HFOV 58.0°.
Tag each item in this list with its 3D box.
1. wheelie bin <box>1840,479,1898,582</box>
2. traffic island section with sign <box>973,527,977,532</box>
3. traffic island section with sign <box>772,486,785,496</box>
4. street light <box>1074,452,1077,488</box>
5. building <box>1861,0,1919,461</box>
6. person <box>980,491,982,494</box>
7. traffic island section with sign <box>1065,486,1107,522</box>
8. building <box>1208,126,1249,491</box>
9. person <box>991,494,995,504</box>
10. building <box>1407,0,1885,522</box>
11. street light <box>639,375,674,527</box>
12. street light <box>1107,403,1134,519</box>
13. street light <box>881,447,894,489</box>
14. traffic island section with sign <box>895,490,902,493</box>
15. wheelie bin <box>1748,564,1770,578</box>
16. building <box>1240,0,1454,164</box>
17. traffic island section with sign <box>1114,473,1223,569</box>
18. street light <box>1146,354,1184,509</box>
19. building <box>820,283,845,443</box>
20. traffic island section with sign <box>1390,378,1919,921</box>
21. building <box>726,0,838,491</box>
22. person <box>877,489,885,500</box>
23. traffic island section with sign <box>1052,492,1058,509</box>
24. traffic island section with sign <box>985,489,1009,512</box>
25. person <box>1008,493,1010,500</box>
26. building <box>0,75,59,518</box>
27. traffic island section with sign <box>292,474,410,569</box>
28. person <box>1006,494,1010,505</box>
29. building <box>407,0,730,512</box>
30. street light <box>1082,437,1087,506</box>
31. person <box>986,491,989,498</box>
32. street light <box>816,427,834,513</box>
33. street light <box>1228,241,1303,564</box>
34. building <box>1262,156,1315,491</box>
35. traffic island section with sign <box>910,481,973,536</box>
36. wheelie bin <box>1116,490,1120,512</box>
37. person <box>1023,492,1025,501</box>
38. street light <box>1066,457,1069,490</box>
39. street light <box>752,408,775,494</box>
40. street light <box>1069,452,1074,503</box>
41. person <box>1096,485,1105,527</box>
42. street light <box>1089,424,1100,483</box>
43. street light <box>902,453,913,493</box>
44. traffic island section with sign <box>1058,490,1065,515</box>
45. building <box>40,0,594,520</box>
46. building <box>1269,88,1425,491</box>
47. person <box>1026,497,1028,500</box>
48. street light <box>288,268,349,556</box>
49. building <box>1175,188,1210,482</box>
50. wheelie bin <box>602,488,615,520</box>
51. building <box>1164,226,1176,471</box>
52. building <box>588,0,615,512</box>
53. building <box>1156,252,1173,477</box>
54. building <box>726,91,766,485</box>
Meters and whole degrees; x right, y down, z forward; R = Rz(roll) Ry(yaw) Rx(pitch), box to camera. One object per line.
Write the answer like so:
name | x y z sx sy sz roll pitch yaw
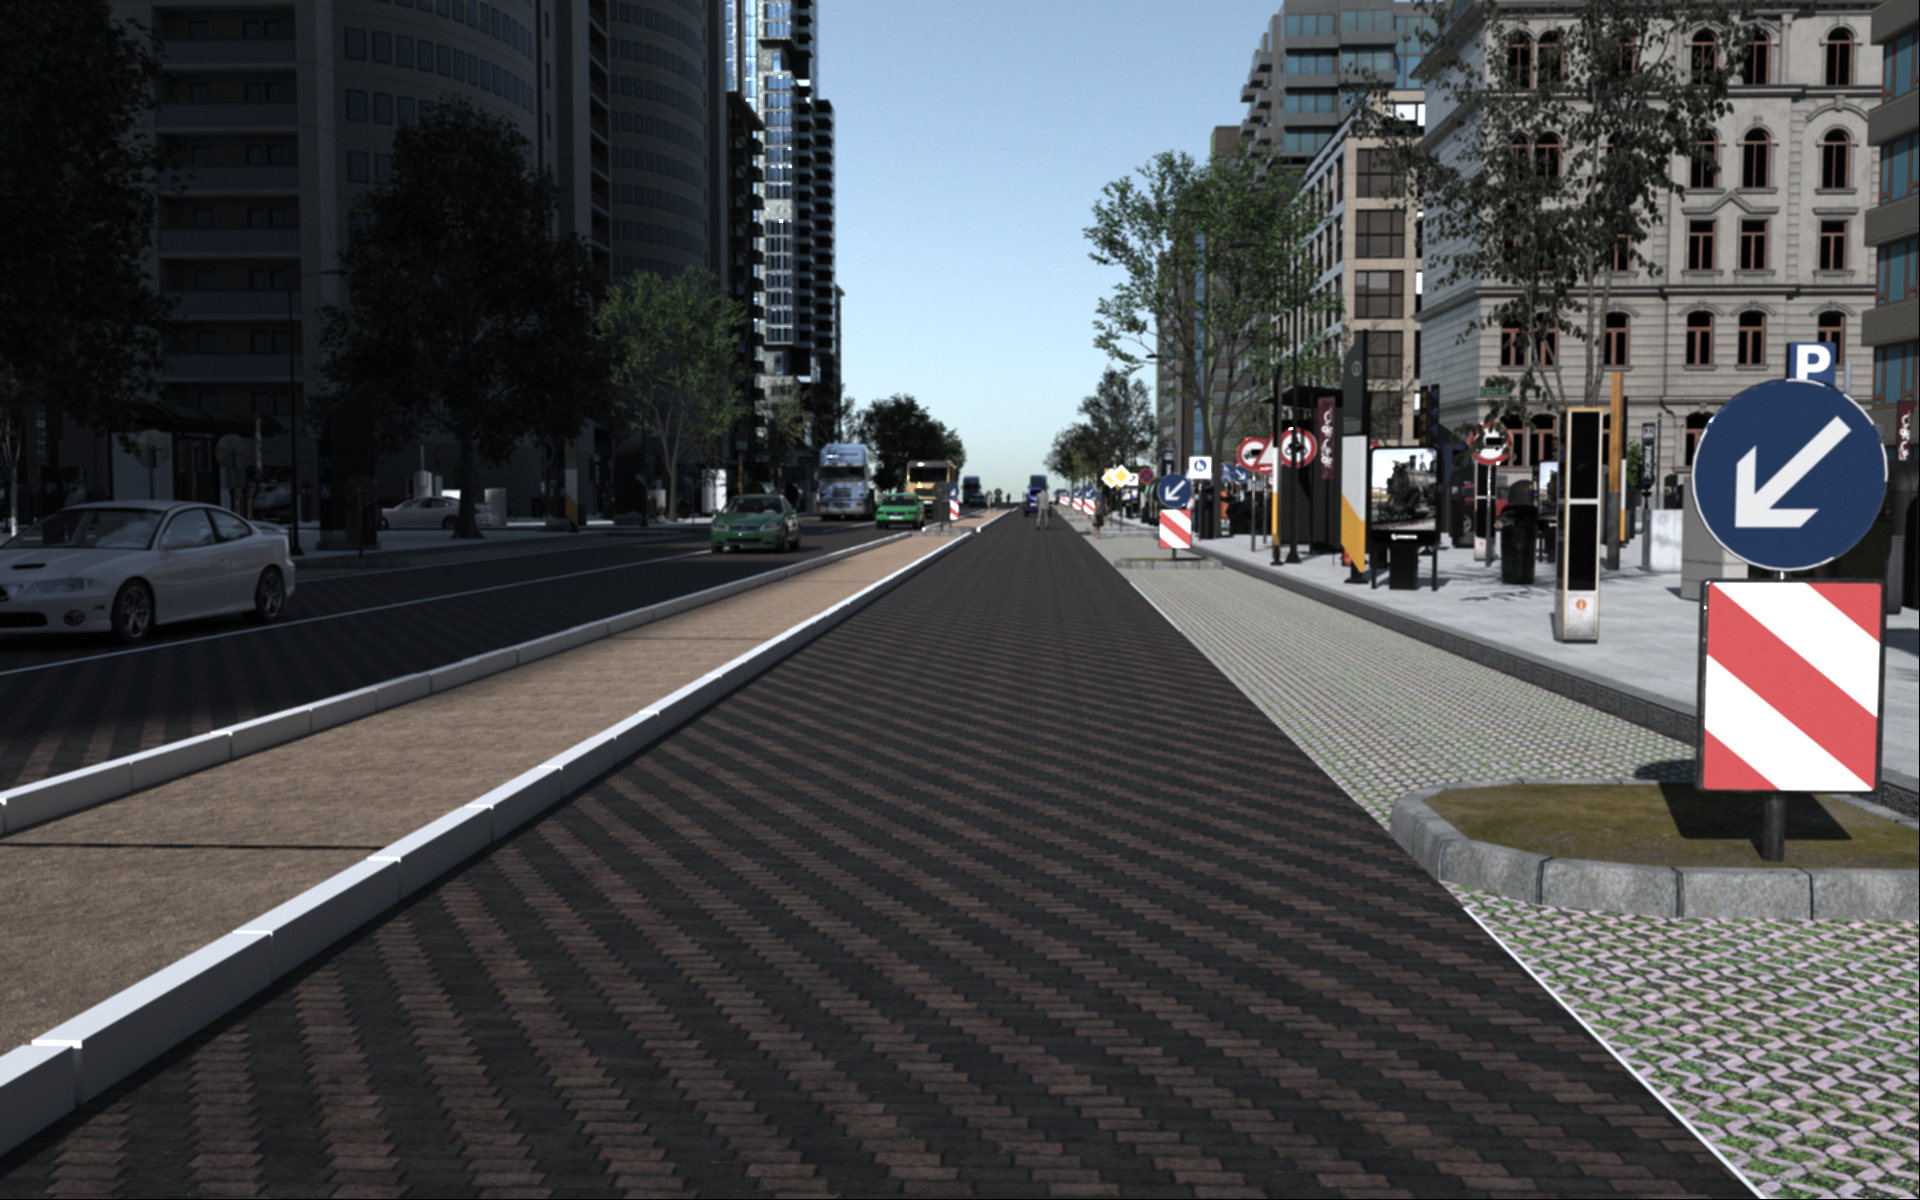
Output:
wheelie bin | 8.486 -0.526 16.502 0.693 1.594 0.980 1 4 12
traffic island section with sign | -0.322 -3.573 66.557 2.006 1.907 1.989 0 4 3
traffic island section with sign | -9.389 -4.942 89.436 1.989 1.847 2.006 0 4 3
street light | 11.844 -11.795 165.389 1.470 5.913 1.316 0 4 3
building | 35.965 -11.219 28.468 27.650 21.520 28.899 0 4 3
person | 2.904 -14.166 240.106 0.705 1.826 1.348 -1 4 -21
traffic island section with sign | 6.563 -4.947 89.507 1.989 1.847 2.006 0 4 3
building | 34.975 -31.290 195.179 14.154 41.232 14.086 0 4 3
person | 4.694 -15.461 261.989 1.217 1.736 0.721 -1 4 -12
building | 35.292 -18.213 85.178 23.554 28.519 14.401 0 4 3
street light | -11.827 -5.812 67.566 1.470 5.913 1.316 0 4 3
street light | 8.235 -7.104 88.691 1.470 5.913 1.316 0 4 3
street light | -7.145 -12.058 169.692 1.470 5.913 1.316 0 4 3
traffic island section with sign | -5.863 -9.666 166.674 1.989 1.847 2.006 0 4 3
wheelie bin | 11.211 -1.004 24.321 0.693 1.594 0.980 2 4 29
building | 39.791 -33.800 172.242 23.786 49.044 30.456 0 4 3
traffic island section with sign | 4.010 -1.531 33.664 1.989 1.847 2.006 0 4 3
street light | 6.880 -5.211 57.737 1.470 5.913 1.316 0 4 3
building | -32.537 -36.311 285.562 32.217 40.220 23.993 0 4 3
traffic island section with sign | 2.777 0.116 6.737 1.989 1.847 2.006 0 4 3
building | -29.059 -57.704 256.124 22.319 86.520 31.000 0 4 3
person | -6.525 -8.337 144.770 1.348 1.831 0.705 3 5 43
traffic island section with sign | 10.074 -9.661 166.583 1.989 1.847 2.006 0 4 3
traffic island section with sign | 3.095 -8.164 141.618 2.006 1.907 1.989 0 4 3
person | 7.781 -16.032 272.096 0.415 1.643 0.593 -1 4 -16
building | -65.563 -47.692 92.435 31.000 86.520 22.319 0 4 3
traffic island section with sign | -11.924 -1.546 33.913 1.989 1.847 2.006 0 4 3
person | 6.513 -13.712 235.957 1.065 1.426 0.557 3 5 45
building | -33.973 -37.597 156.706 21.231 58.520 28.212 0 4 3
street light | 10.624 -10.294 140.849 1.470 5.913 1.316 0 4 3
person | 3.740 -13.384 227.192 0.599 1.838 0.709 -1 4 -19
street light | -9.404 -9.022 120.043 1.470 5.913 1.316 0 4 3
street light | 5.630 -3.634 31.952 1.470 5.913 1.316 0 4 3
building | 33.228 -23.179 150.680 14.160 30.474 14.107 0 4 3
traffic island section with sign | -0.670 -3.121 59.158 2.006 1.907 1.989 0 4 3
wheelie bin | 11.766 -7.191 125.487 0.980 1.594 0.693 1 4 13
person | 10.434 -16.617 281.009 0.721 1.723 1.217 0 4 1
street light | 14.114 -14.993 217.668 1.470 5.913 1.316 0 4 3
street light | -10.634 -7.389 93.354 1.470 5.913 1.316 0 4 3
street light | 13.030 -13.372 191.177 1.470 5.913 1.316 0 4 3
person | 5.725 -3.783 70.542 0.419 1.800 0.721 -1 4 -8
street light | 9.454 -8.717 115.061 1.470 5.913 1.316 0 4 3
street light | -5.954 -13.642 195.581 1.470 5.913 1.316 0 4 3
traffic island section with sign | 7.770 -6.594 116.435 1.989 1.847 2.006 0 4 3
building | -34.758 -33.940 96.920 21.231 58.520 28.212 0 4 3
building | 34.022 -19.504 123.401 19.350 26.468 34.151 0 4 3
person | 10.342 -15.717 266.945 0.415 1.643 0.593 2 4 26
street light | -13.276 -3.871 35.828 1.470 5.913 1.316 0 4 3
building | 38.253 -36.518 247.172 14.600 45.320 14.200 0 4 3
wheelie bin | -17.279 -4.749 85.554 0.693 1.594 0.980 2 4 35
building | 43.631 -39.743 269.413 23.786 49.044 30.456 0 4 3
building | -35.134 -42.244 128.935 20.563 71.187 20.611 0 4 3
building | 40.099 -37.246 292.565 14.154 41.232 14.086 0 4 3
building | -33.009 -32.491 185.846 22.147 44.769 28.867 0 4 3
